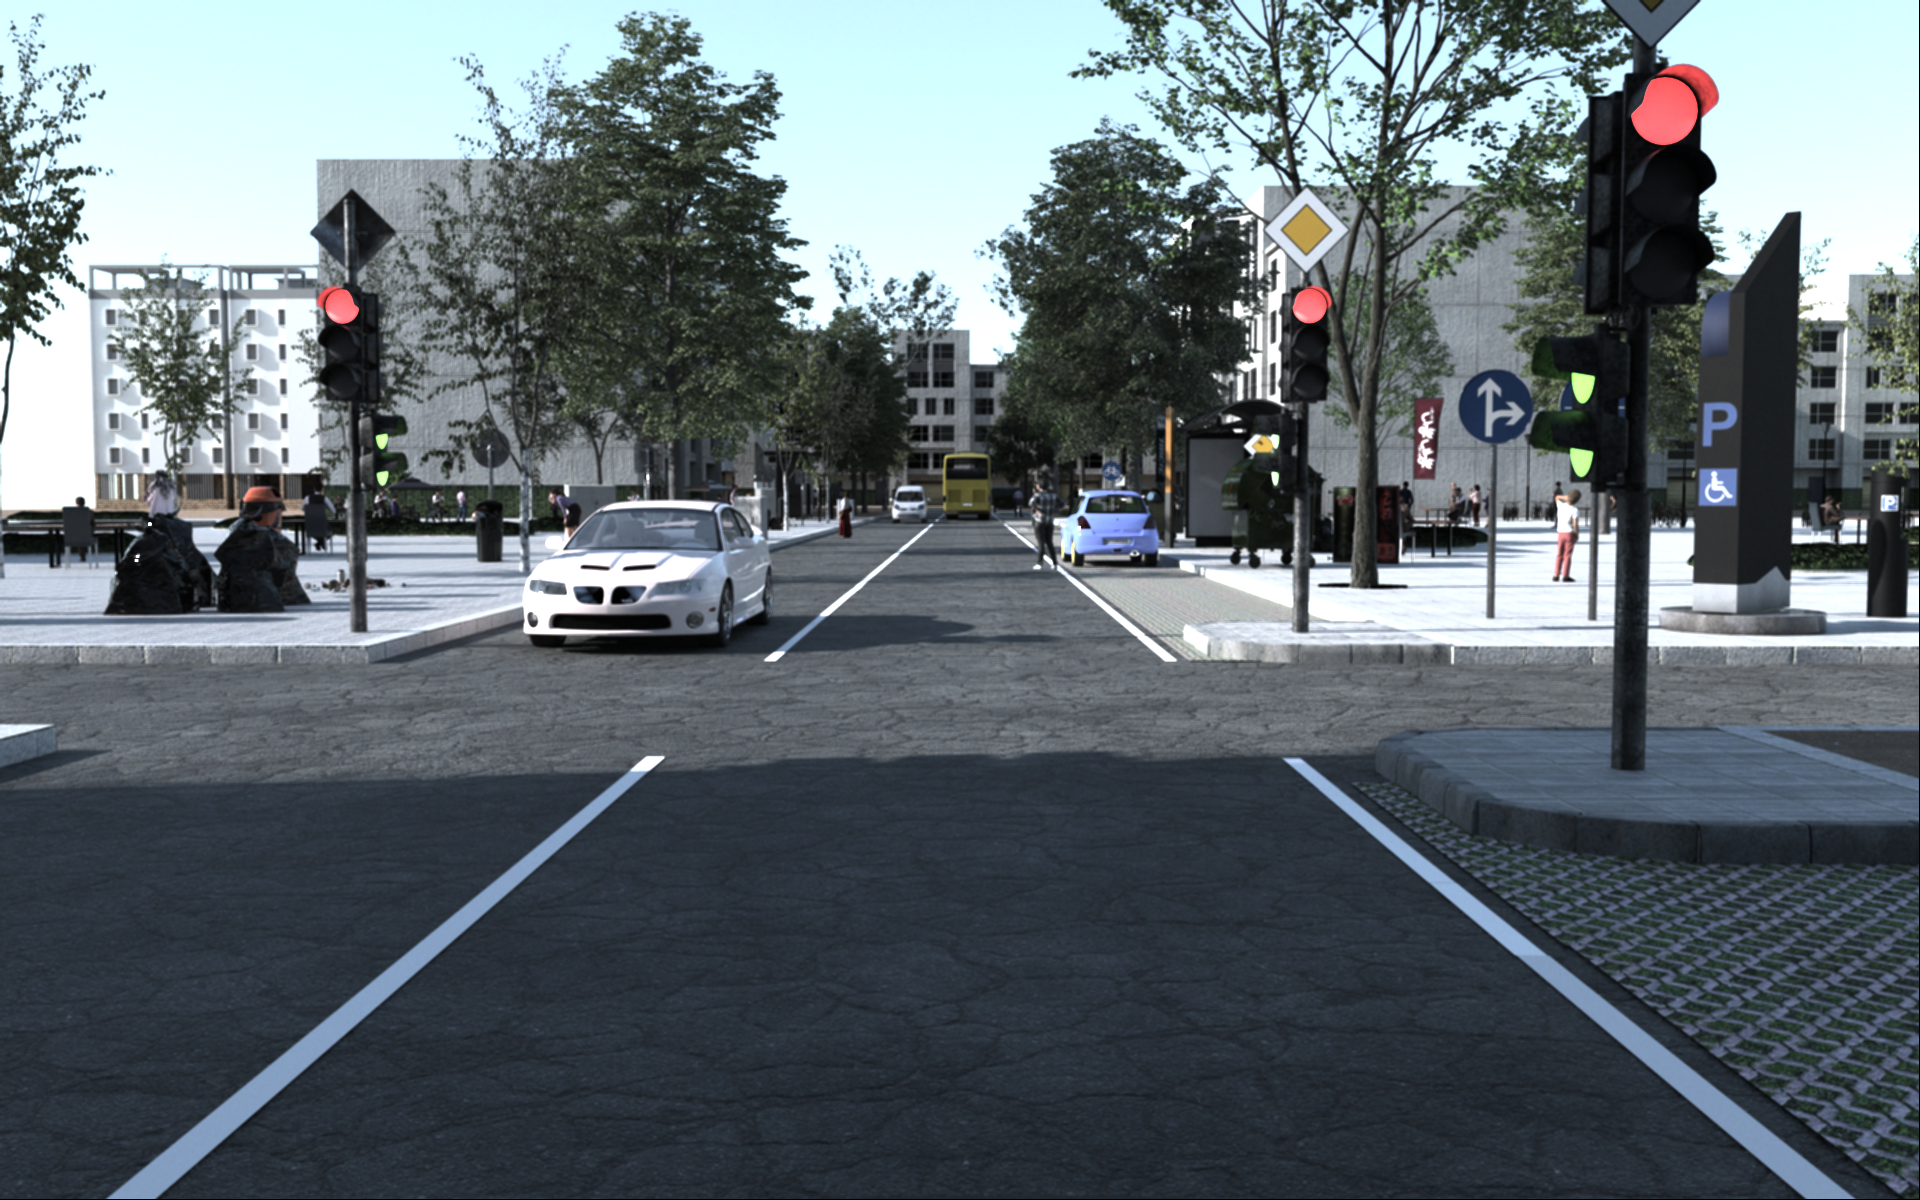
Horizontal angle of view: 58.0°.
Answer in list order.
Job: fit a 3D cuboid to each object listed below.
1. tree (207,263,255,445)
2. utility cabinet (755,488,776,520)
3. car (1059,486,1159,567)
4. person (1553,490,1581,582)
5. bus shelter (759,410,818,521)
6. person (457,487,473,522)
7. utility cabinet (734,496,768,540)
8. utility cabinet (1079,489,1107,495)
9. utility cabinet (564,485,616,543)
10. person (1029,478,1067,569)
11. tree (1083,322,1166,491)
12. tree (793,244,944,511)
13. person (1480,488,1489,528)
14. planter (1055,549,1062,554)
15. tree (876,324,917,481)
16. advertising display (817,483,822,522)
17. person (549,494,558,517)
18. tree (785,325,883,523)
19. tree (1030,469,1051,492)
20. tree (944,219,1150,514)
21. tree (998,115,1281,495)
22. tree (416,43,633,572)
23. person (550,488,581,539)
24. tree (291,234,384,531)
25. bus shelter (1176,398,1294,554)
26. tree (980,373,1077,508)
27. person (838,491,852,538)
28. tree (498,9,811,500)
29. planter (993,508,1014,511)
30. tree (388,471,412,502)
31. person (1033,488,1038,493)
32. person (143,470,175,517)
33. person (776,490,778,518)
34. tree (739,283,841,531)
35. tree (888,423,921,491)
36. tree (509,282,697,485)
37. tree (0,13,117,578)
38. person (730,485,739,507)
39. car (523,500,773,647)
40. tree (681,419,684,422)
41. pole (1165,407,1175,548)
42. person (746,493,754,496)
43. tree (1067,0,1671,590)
[{"bbox_3d":[-24.329,-6.338,53.994,4.737,8.622,4.395,0,3,0],"label":"tree"},{"bbox_3d":[-7.463,-3.543,66.609,0.318,1.500,1.173,1,4,23],"label":"utility cabinet"},{"bbox_3d":[3.004,-1.570,35.260,1.945,1.707,3.694,0,4,-2],"label":"car"},{"bbox_3d":[8.870,-0.942,25.349,0.435,1.345,0.340,3,4,38],"label":"person"},{"bbox_3d":[-8.528,-6.619,85.857,2.179,5.291,8.768,0,4,0],"label":"bus shelter"},{"bbox_3d":[-21.244,-4.039,74.042,0.963,1.587,0.435,2,4,33],"label":"person"},{"bbox_3d":[-5.850,-2.277,48.397,1.020,1.237,0.306,2,4,34],"label":"utility cabinet"},{"bbox_3d":[5.541,-3.901,72.464,1.173,1.500,0.318,-2,4,-26],"label":"utility cabinet"},{"bbox_3d":[-8.722,-1.972,40.923,1.173,1.500,0.318,-2,4,-33],"label":"utility cabinet"},{"bbox_3d":[1.617,-1.454,33.002,0.841,1.734,0.376,-2,4,-27],"label":"person"},{"bbox_3d":[6.565,-7.424,71.749,4.360,8.622,3.978,0,3,0],"label":"tree"},{"bbox_3d":[-7.252,-16.963,133.234,12.611,20.169,13.585,0,3,0],"label":"tree"},{"bbox_3d":[20.019,-3.515,65.883,0.546,1.535,0.453,2,4,24],"label":"person"},{"bbox_3d":[3.301,-1.274,41.969,1.991,0.319,1.994,0,4,0],"label":"planter"},{"bbox_3d":[-6.677,-11.434,105.072,7.486,12.596,7.792,0,3,0],"label":"tree"},{"bbox_3d":[-6.525,-4.595,80.347,0.123,1.923,0.974,-1,4,-9],"label":"advertising display"},{"bbox_3d":[-18.878,-4.442,80.880,0.614,1.554,0.590,0,4,6],"label":"person"},{"bbox_3d":[-5.584,-7.686,76.036,4.360,8.622,3.978,0,3,0],"label":"tree"},{"bbox_3d":[6.286,-8.627,135.655,1.663,3.219,1.824,0,3,0],"label":"tree"},{"bbox_3d":[7.502,-15.750,113.404,12.611,20.169,13.585,0,3,0],"label":"tree"},{"bbox_3d":[5.904,-9.281,58.403,9.857,13.997,8.962,0,3,0],"label":"tree"},{"bbox_3d":[-7.319,-4.791,28.697,4.360,8.622,3.978,0,3,0],"label":"tree"},{"bbox_3d":[-9.066,-1.868,39.823,0.697,1.427,0.421,0,4,-3],"label":"person"},{"bbox_3d":[-16.201,-5.909,46.982,4.360,8.622,3.978,0,3,0],"label":"tree"},{"bbox_3d":[6.254,-2.787,39.495,2.014,3.302,5.546,0,4,0],"label":"bus shelter"},{"bbox_3d":[6.080,-14.933,161.156,9.611,12.733,9.660,0,3,0],"label":"tree"},{"bbox_3d":[-3.754,-2.802,56.783,0.387,1.526,0.523,2,4,23],"label":"person"},{"bbox_3d":[-7.133,-7.561,41.742,7.486,12.596,7.792,0,3,0],"label":"tree"},{"bbox_3d":[3.787,-7.612,145.602,1.991,0.319,1.994,0,4,0],"label":"planter"},{"bbox_3d":[-26.293,-5.267,80.720,1.663,3.219,1.824,0,3,0],"label":"tree"},{"bbox_3d":[3.637,-4.472,82.345,0.376,1.734,0.841,0,4,-3],"label":"person"},{"bbox_3d":[-15.205,-1.605,32.958,0.621,1.740,0.551,1,4,21],"label":"person"},{"bbox_3d":[-8.741,-4.412,80.544,0.546,1.535,0.453,-3,4,-37],"label":"person"},{"bbox_3d":[-6.035,-6.702,59.935,4.737,8.622,4.395,0,3,0],"label":"tree"},{"bbox_3d":[-5.797,-12.992,162.780,4.737,8.622,4.395,0,3,0],"label":"tree"},{"bbox_3d":[-14.744,-8.382,71.457,8.767,10.594,7.601,0,4,4],"label":"tree"},{"bbox_3d":[-14.883,-4.641,26.251,4.737,8.622,4.395,0,3,0],"label":"tree"},{"bbox_3d":[-7.259,-2.947,56.185,0.435,1.587,0.963,0,4,6],"label":"person"},{"bbox_3d":[-3.050,-0.328,17.718,2.083,1.381,4.827,0,4,2],"label":"car"},{"bbox_3d":[-15.892,-8.460,88.677,4.360,8.622,3.978,0,3,0],"label":"tree"},{"bbox_3d":[4.946,-2.875,40.845,0.158,3.312,0.155,0,3,0],"label":"pole"},{"bbox_3d":[-9.767,-4.304,80.322,0.435,1.345,0.340,1,4,17],"label":"person"},{"bbox_3d":[5.376,-5.968,23.325,9.928,11.665,9.643,0,3,0],"label":"tree"}]
